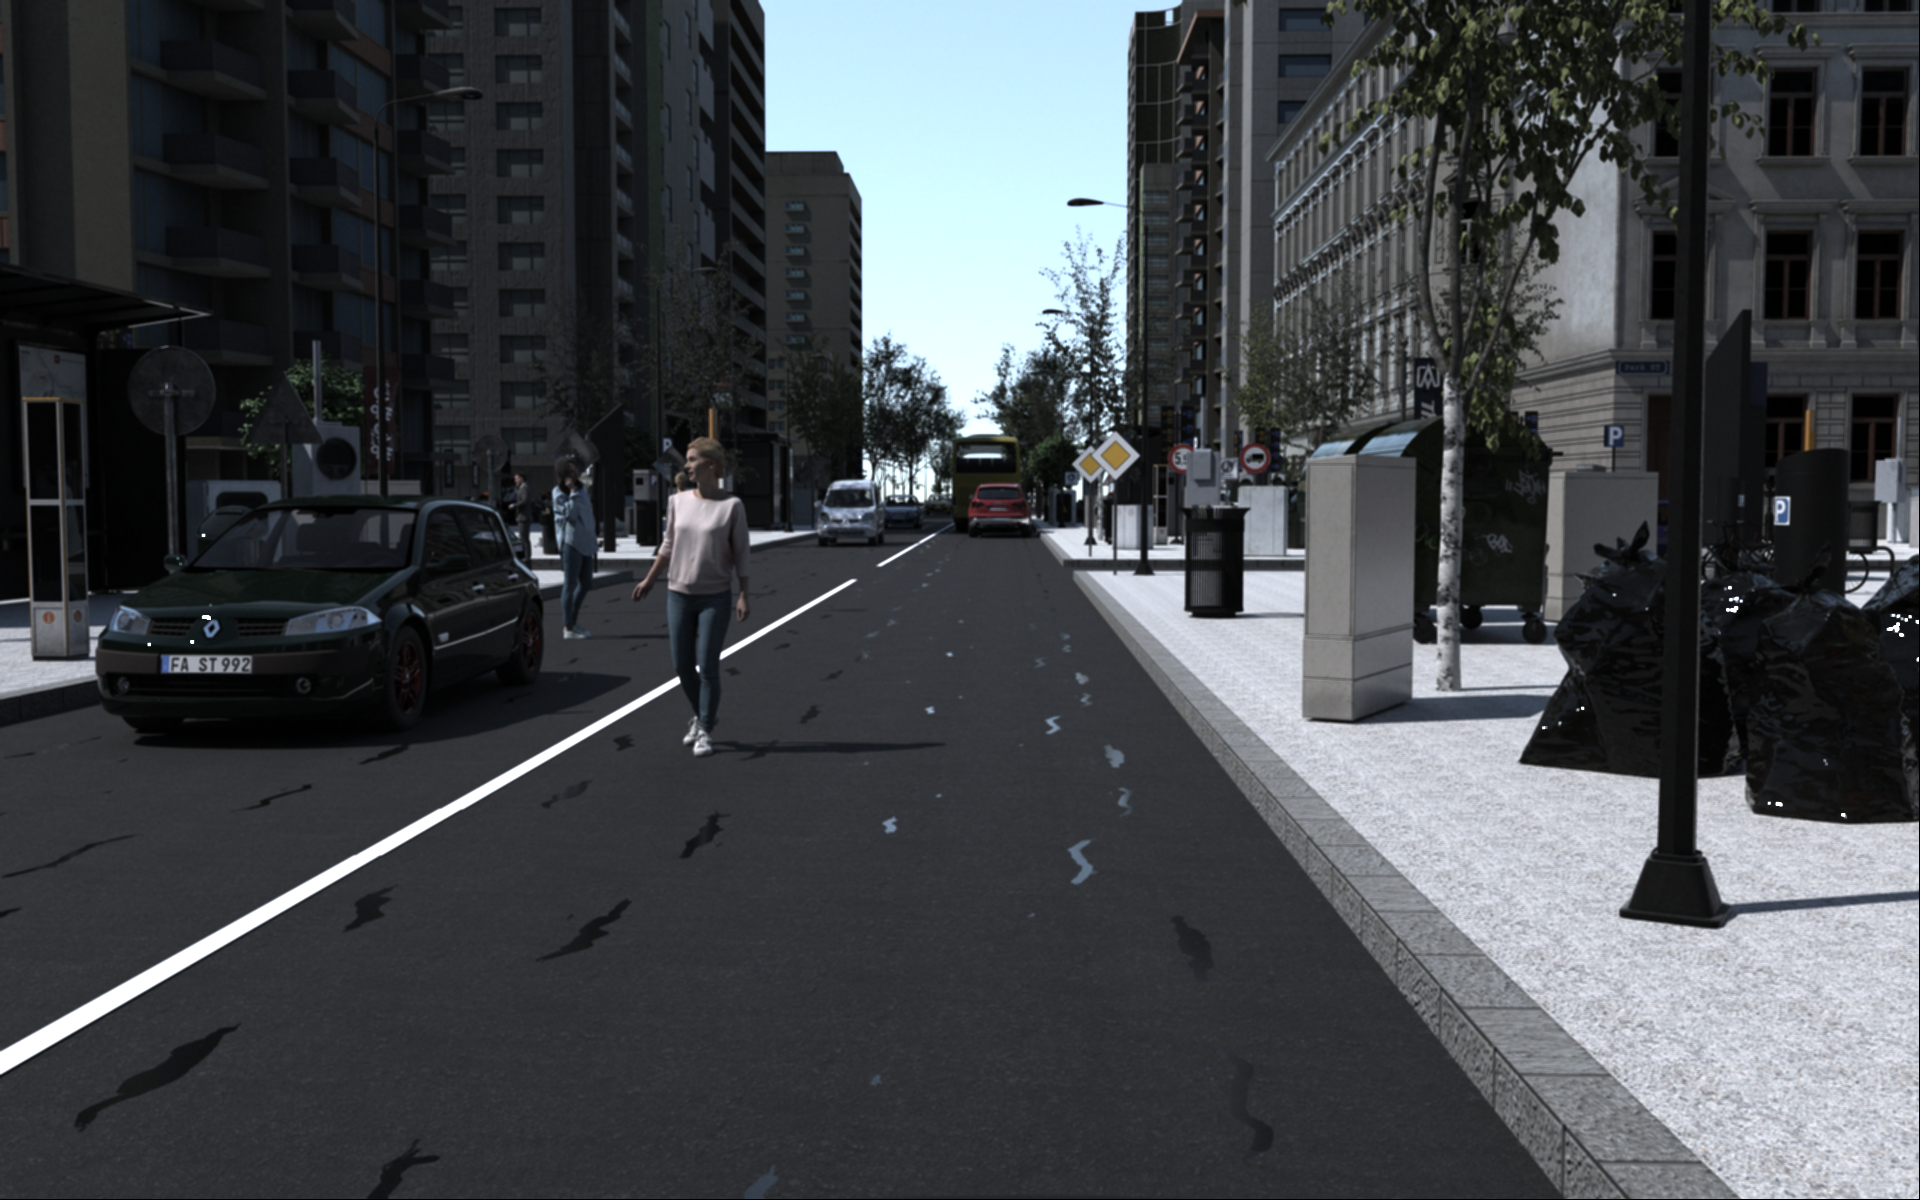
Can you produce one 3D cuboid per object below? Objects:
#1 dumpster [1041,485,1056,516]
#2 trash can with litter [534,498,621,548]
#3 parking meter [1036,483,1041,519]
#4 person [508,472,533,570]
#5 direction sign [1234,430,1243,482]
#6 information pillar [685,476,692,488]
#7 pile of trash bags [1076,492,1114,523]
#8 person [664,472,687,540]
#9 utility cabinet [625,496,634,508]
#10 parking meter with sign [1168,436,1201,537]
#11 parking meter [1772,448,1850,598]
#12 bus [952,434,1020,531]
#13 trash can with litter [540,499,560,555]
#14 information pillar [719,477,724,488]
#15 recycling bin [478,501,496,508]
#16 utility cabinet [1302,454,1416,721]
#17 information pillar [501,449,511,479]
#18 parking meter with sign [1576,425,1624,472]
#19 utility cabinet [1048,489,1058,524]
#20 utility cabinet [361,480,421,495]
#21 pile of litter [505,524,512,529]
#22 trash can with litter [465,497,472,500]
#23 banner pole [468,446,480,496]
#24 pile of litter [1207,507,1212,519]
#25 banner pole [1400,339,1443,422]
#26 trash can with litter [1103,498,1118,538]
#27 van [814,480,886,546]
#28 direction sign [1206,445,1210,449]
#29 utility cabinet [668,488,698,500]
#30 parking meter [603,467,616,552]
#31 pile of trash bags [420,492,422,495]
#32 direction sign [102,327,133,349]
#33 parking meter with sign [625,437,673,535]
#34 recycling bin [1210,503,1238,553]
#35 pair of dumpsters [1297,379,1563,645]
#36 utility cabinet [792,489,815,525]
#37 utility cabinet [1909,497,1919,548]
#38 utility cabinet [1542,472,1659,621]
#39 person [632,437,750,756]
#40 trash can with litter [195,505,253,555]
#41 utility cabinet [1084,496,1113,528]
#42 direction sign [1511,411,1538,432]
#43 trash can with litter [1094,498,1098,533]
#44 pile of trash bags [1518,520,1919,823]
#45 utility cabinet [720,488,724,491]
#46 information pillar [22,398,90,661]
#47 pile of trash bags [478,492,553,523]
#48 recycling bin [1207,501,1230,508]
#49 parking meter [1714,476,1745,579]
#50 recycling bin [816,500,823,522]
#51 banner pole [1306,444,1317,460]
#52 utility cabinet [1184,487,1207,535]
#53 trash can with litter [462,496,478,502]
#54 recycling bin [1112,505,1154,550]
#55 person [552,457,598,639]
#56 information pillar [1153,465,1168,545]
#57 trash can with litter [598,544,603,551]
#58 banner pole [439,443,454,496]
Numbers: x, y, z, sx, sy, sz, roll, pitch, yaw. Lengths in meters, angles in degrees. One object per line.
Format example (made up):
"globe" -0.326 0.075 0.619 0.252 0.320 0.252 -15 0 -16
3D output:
"dumpster" 5.028 -5.641 97.984 1.264 1.857 1.865 0 4 1
"trash can with litter" -9.457 -1.916 42.391 2.233 1.210 1.678 0 4 -7
"parking meter" 4.111 -5.167 90.191 0.255 1.863 0.399 0 4 3
"person" -8.311 -1.497 32.778 0.447 1.846 0.655 -1 4 -12
"direction sign" 9.950 -4.281 61.985 0.379 3.537 0.876 -1 4 -9
"information pillar" -11.303 -4.063 70.929 0.304 2.012 0.304 -2 4 -28
"pile of trash bags" 6.285 -4.188 78.225 1.912 1.369 3.447 2 4 29
"person" -3.735 -0.931 24.395 0.598 1.740 0.731 3 5 42
"utility cabinet" -12.612 -3.433 67.298 1.020 1.237 0.306 -3 5 -40
"parking meter with sign" 6.334 -3.426 52.279 1.738 3.016 0.543 0 4 -6
"parking meter" 4.787 -0.083 9.770 0.372 1.533 0.369 0 3 0
"bus" 1.063 -4.800 70.033 2.896 3.916 12.252 0 4 1
"trash can with litter" -8.380 -1.554 36.790 1.055 1.170 0.624 0 4 -1
"information pillar" -12.683 -6.161 92.079 0.183 3.616 0.504 -3 4 -36
"recycling bin" -18.077 -3.244 65.586 0.722 1.027 0.722 2 4 31
"utility cabinet" 2.347 -0.092 10.177 0.318 1.500 1.173 2 4 30
"information pillar" -23.373 -5.988 89.263 0.504 3.616 0.183 -1 4 -21
"parking meter with sign" 16.335 -2.969 44.808 0.543 3.016 1.738 -1 4 -19
"utility cabinet" 3.947 -3.921 72.788 0.318 1.500 1.173 1 4 11
"utility cabinet" -9.366 -1.185 28.060 1.173 1.500 0.318 -2 4 -31
"pile of litter" -17.194 -2.993 62.908 1.719 0.858 1.176 0 4 -4
"trash can with litter" -20.053 -3.687 71.663 0.624 1.170 1.055 3 4 37
"banner pole" -25.315 -6.119 90.065 0.401 3.779 0.863 3 5 41
"pile of litter" 8.144 -2.751 58.948 1.176 0.858 1.719 0 4 5
"banner pole" 7.388 -2.322 27.983 0.863 3.779 0.401 0 4 3
"trash can with litter" 4.742 -2.403 50.671 1.055 1.170 0.624 2 4 24
"van" -3.066 -2.578 49.169 2.013 2.044 4.112 0 4 1
"direction sign" 11.001 -5.333 79.194 0.876 3.537 0.379 0 4 -5
"utility cabinet" -9.634 -3.177 60.624 1.173 1.500 0.318 0 4 0
"parking meter" -7.741 -1.989 38.236 0.255 1.863 0.399 -1 4 -10
"pile of trash bags" -16.812 -2.735 54.462 1.912 1.369 3.447 -2 4 -30
"direction sign" -11.106 -1.892 22.926 0.379 3.537 0.876 0 4 -3
"parking meter with sign" -9.772 -3.525 53.889 1.738 3.016 0.543 2 4 30
"recycling bin" 6.012 -1.542 37.764 0.722 1.027 0.722 -2 4 -24
"pair of dumpsters" 4.418 -0.872 16.755 1.574 2.255 4.437 0 4 1
"utility cabinet" -6.495 -3.805 70.887 1.173 1.500 0.318 2 4 34
"utility cabinet" 22.761 -1.814 40.818 0.306 1.237 1.020 0 4 4
"utility cabinet" 6.448 -0.537 17.458 1.173 1.500 0.318 -1 4 -21
"person" -1.477 -0.030 9.664 0.731 1.740 0.598 0 4 7
"trash can with litter" -7.053 -0.318 16.579 0.624 1.170 1.055 0 4 0
"utility cabinet" 5.231 -3.318 65.410 1.020 1.237 0.306 1 4 17
"direction sign" 15.334 -3.388 47.386 0.876 3.537 0.379 0 4 3
"trash can with litter" 4.883 -2.725 55.933 1.055 1.170 0.624 -1 4 -9
"pile of trash bags" 4.004 0.152 7.274 1.912 1.369 3.447 -1 4 -20
"utility cabinet" -9.478 -3.578 67.184 1.173 1.500 0.318 1 4 13
"information pillar" -6.968 -0.543 13.368 0.304 2.012 0.304 0 4 4
"pile of trash bags" -22.385 -4.690 86.432 3.447 1.369 1.912 0 4 8
"recycling bin" 9.031 -2.934 60.522 0.722 1.027 0.722 2 4 33
"parking meter" 11.095 -1.013 24.978 0.372 1.533 0.369 0 3 0
"recycling bin" -6.807 -4.140 80.241 0.722 1.027 0.722 -1 4 -22
"banner pole" 17.567 -5.906 86.588 0.401 3.779 0.863 -3 4 -37
"utility cabinet" 7.035 -2.742 53.509 1.173 1.500 0.318 1 4 13
"trash can with litter" -13.907 -2.415 50.536 2.233 1.210 1.678 -1 4 -21
"recycling bin" 4.006 -1.685 40.098 0.722 1.027 0.722 3 5 39
"person" -3.835 -0.515 17.179 0.793 1.790 0.793 -1 4 -15
"information pillar" 5.044 -2.388 43.531 0.304 2.012 0.304 -1 4 -9
"trash can with litter" -8.624 -1.688 38.989 0.624 1.170 1.055 3 5 41
"banner pole" -25.104 -5.784 84.578 0.863 3.779 0.401 -2 4 -33
